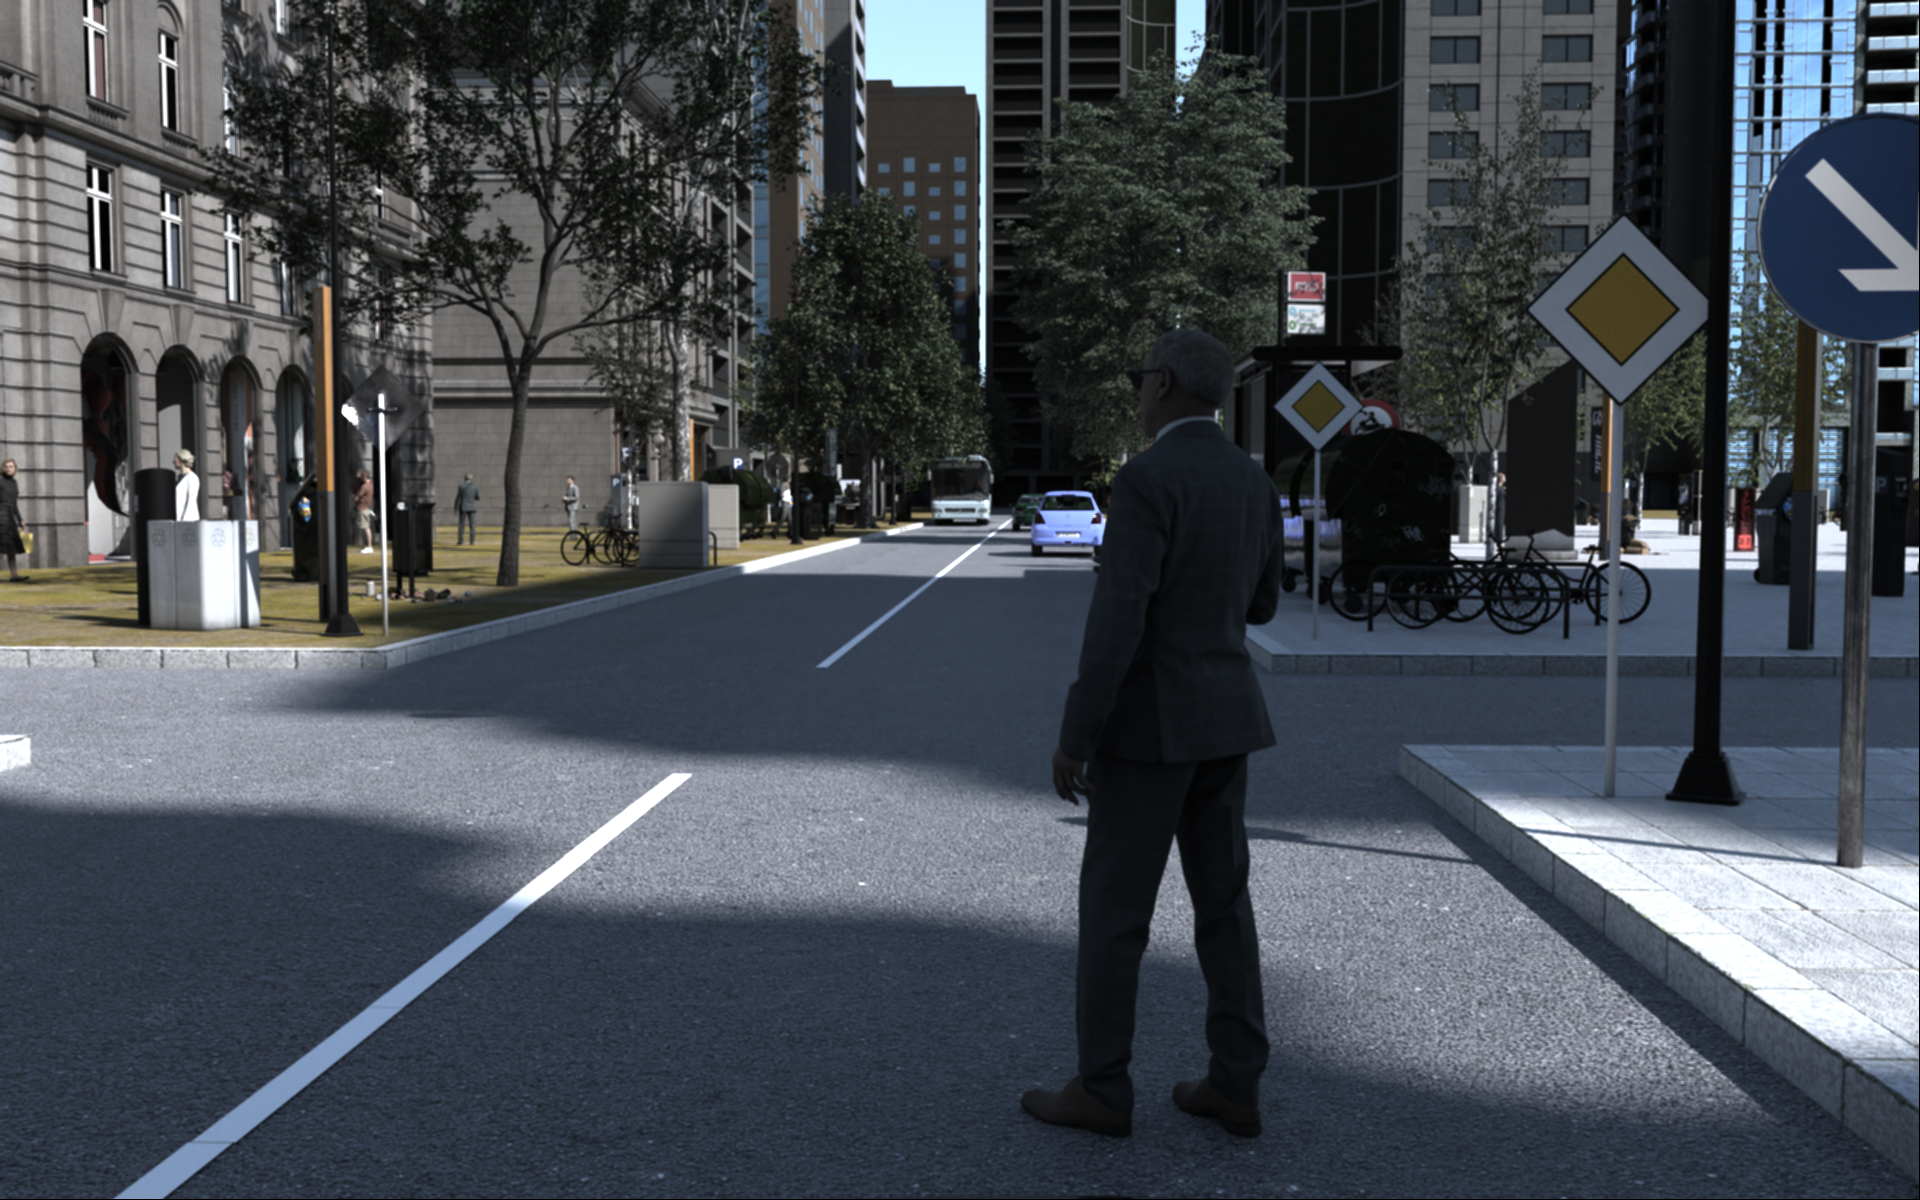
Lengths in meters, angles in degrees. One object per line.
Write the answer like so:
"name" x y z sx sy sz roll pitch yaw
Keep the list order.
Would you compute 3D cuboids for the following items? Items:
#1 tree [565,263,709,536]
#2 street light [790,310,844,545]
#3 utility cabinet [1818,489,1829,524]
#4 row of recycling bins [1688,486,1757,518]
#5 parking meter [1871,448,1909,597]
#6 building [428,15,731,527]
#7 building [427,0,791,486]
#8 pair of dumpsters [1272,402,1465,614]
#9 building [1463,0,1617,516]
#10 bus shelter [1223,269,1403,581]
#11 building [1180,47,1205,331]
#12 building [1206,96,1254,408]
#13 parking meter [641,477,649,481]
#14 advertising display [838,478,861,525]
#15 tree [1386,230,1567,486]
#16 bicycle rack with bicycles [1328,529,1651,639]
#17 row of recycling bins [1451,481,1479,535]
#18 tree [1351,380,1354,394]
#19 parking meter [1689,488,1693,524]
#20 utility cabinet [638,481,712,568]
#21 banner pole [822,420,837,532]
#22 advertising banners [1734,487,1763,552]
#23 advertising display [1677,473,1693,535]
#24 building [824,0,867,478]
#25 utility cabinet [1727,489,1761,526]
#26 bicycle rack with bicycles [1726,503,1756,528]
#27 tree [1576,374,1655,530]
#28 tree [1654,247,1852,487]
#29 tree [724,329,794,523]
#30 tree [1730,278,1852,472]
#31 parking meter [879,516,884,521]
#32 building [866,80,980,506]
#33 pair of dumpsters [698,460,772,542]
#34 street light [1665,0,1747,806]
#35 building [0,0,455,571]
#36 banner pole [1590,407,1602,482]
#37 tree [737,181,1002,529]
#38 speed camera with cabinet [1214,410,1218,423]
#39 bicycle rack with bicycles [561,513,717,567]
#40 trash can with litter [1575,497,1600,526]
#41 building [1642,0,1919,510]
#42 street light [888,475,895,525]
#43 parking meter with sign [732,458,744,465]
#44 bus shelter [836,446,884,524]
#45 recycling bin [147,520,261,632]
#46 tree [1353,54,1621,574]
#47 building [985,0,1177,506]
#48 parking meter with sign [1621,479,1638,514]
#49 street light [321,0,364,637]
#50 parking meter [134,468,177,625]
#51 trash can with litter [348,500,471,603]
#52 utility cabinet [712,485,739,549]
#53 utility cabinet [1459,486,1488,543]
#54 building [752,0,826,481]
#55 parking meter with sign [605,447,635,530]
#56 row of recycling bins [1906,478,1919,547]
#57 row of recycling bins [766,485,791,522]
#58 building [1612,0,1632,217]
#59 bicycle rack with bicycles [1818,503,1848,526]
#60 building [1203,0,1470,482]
"tree" -9.909 -6.272 52.902 4.360 8.622 3.978 0 3 0
"street light" -3.623 -4.365 43.915 1.470 5.913 1.316 0 4 3
"utility cabinet" 36.495 -4.001 74.096 1.173 1.500 0.318 3 5 39
"row of recycling bins" 38.089 -4.863 86.627 3.534 1.692 1.069 0 4 1
"parking meter" 11.638 -0.979 21.715 0.255 1.863 0.399 -1 4 -19
"building" -17.925 -13.318 68.657 10.553 20.767 40.483 0 4 3
"building" -20.921 -40.567 101.516 20.563 71.187 20.611 0 4 3
"pair of dumpsters" 4.724 -1.100 20.476 1.574 2.255 4.437 0 4 3
"building" 27.950 -41.059 109.560 20.563 71.187 20.611 0 4 3
"bus shelter" 5.392 -3.126 28.740 2.179 5.291 8.768 0 4 3
"building" 35.249 -34.725 191.457 21.600 48.544 21.300 0 4 3
"building" 25.195 -21.845 128.872 14.160 30.474 14.107 0 4 3
"parking meter" -10.921 -3.321 60.013 0.255 1.863 0.399 -1 4 -17
"advertising display" -4.507 -4.033 71.156 0.974 1.923 0.123 0 4 2
"tree" 14.316 -6.025 48.873 4.737 8.622 4.395 0 3 0
"bicycle rack with bicycles" 4.959 -0.205 16.733 2.925 0.926 2.852 2 4 30
"row of recycling bins" 15.162 -2.884 54.262 3.534 1.692 1.069 -3 5 -42
"tree" 15.417 -6.661 59.275 4.360 8.622 3.978 0 3 0
"parking meter" 31.258 -3.998 73.771 0.372 1.533 0.369 0 3 0
"utility cabinet" -4.932 -1.295 29.854 1.173 1.500 0.318 1 4 13
"banner pole" -4.347 -4.165 58.109 0.401 3.779 0.863 -3 4 -37
"advertising banners" 17.529 -2.592 38.570 2.074 3.025 0.090 -1 4 -8
"advertising display" 22.653 -2.992 54.129 0.123 1.923 0.974 0 4 4
"building" -22.435 -37.084 148.324 28.212 58.520 21.231 0 4 3
"utility cabinet" 31.355 -3.708 69.297 1.173 1.500 0.318 0 4 3
"bicycle rack with bicycles" 30.127 -3.179 65.354 2.925 0.926 2.852 2 4 34
"tree" 24.662 -6.844 62.262 4.737 8.622 4.395 0 3 0
"tree" 23.133 -6.021 48.804 4.737 8.622 4.395 0 3 0
"tree" -8.353 -7.778 77.531 4.737 8.622 4.395 0 3 0
"tree" 26.679 -6.429 55.481 4.360 8.622 3.978 0 3 0
"parking meter" -3.794 -4.793 84.083 0.255 1.863 0.399 -3 5 -44
"building" -5.028 -33.059 190.630 14.200 45.320 14.600 0 4 3
"pair of dumpsters" -6.331 -2.812 48.466 1.574 2.255 4.437 0 4 3
"street light" 2.607 -2.117 7.156 1.470 5.913 1.316 0 4 3
"building" -21.064 -11.910 36.528 13.314 21.916 24.055 0 4 3
"banner pole" 16.189 -3.270 43.474 0.401 3.779 0.863 -3 5 -43
"tree" -3.596 -8.975 63.747 9.611 12.733 9.660 0 3 0
"speed camera with cabinet" 6.383 -2.809 40.268 0.660 3.252 2.038 -1 4 -15
"bicycle rack with bicycles" -5.826 -1.110 31.528 2.925 0.926 2.852 -2 4 -30
"trash can with litter" 25.730 -3.645 70.987 1.055 1.170 0.624 2 4 31
"building" 69.722 -50.713 141.832 31.000 86.520 22.319 0 4 3
"street light" -2.305 -6.123 72.651 1.470 5.913 1.316 0 4 3
"parking meter with sign" -10.882 -5.381 84.244 0.543 3.016 1.738 -1 4 -13
"bus shelter" -4.707 -6.178 78.636 2.179 5.291 8.768 0 4 3
"recycling bin" -7.218 -0.244 16.551 0.722 1.027 0.722 1 4 21
"tree" 9.259 -4.870 29.994 4.360 8.622 3.978 0 3 0
"building" 13.387 -46.067 191.453 20.611 71.187 20.563 0 4 3
"parking meter with sign" 33.354 -5.574 87.400 0.543 3.016 1.738 -3 4 -38
"street light" -5.049 -2.626 15.472 1.470 5.913 1.316 0 4 3
"parking meter" -7.923 -0.531 17.087 0.372 1.533 0.369 0 3 0
"trash can with litter" -6.769 -0.618 21.158 1.678 1.210 2.233 -2 4 -35
"utility cabinet" -5.742 -1.931 40.254 1.173 1.500 0.318 0 4 2
"utility cabinet" 13.546 -2.246 45.401 1.173 1.500 0.318 -3 5 -43
"building" -17.054 -28.710 119.512 14.600 45.320 14.200 0 4 3
"parking meter with sign" -12.470 -4.101 63.312 0.543 3.016 1.738 1 4 11
"row of recycling bins" 24.263 -2.095 41.362 1.069 1.692 3.534 -2 4 -26
"row of recycling bins" -8.258 -4.498 80.656 3.534 1.692 1.069 1 4 8
"building" 47.191 -30.432 147.669 14.200 45.320 14.600 0 4 3
"bicycle rack with bicycles" 36.718 -3.512 70.804 2.852 0.926 2.925 -2 4 -32
"building" 29.424 -43.212 144.771 20.563 71.187 20.611 0 4 3
